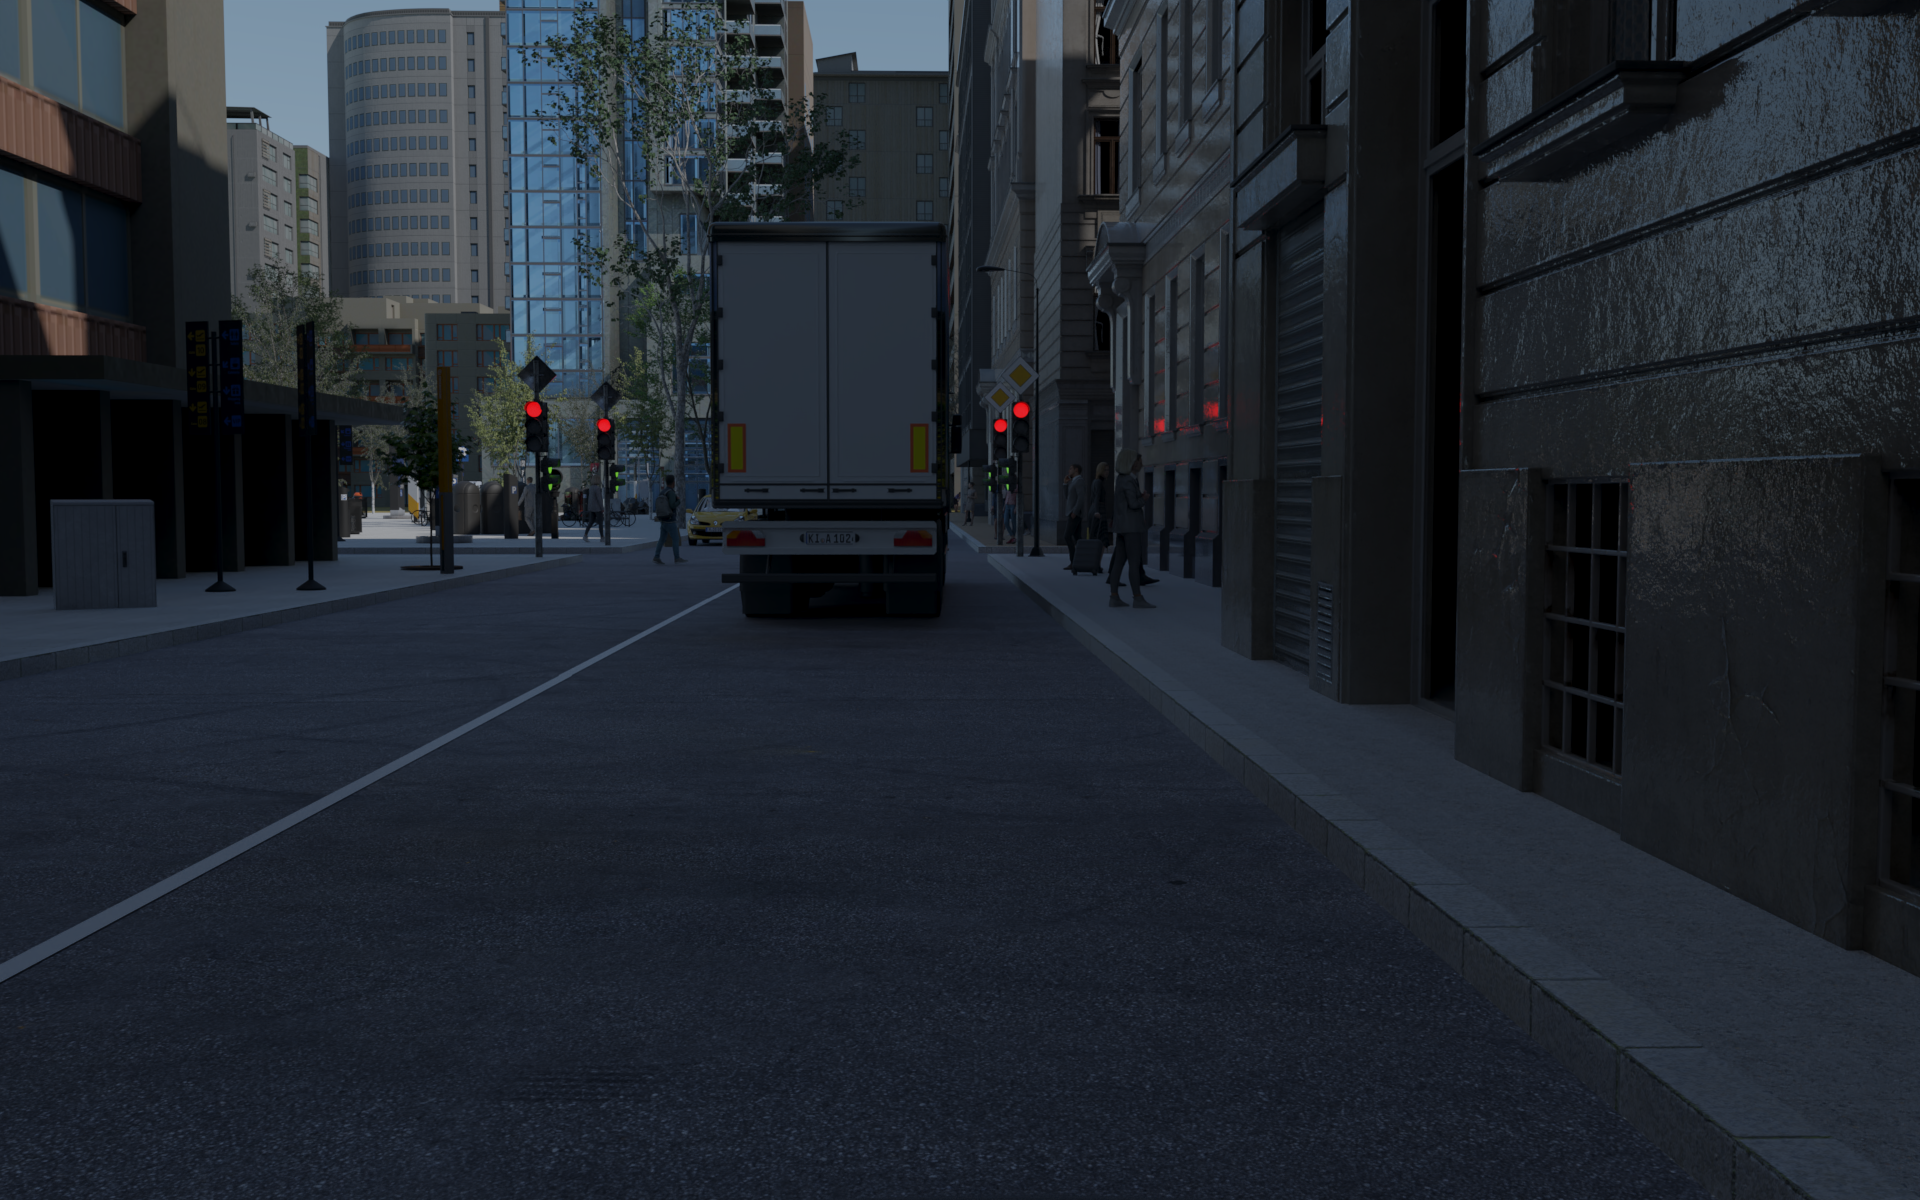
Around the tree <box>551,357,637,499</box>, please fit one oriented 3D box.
[{"bbox_3d":[-19.246,-8.671,92.141,4.360,8.622,3.978,0,3,0],"label":"tree"}]

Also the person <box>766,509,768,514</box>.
[{"bbox_3d":[-8.588,-4.171,76.891,0.583,1.804,0.606,0,4,0],"label":"person"}]

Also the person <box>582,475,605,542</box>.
[{"bbox_3d":[-9.748,-2.441,46.139,0.728,1.800,0.709,-3,4,-36],"label":"person"}]

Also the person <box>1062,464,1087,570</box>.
[{"bbox_3d":[1.934,-1.422,29.476,0.473,1.802,0.592,1,4,16],"label":"person"}]

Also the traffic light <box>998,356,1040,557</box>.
[{"bbox_3d":[1.211,-2.843,35.405,0.839,4.253,0.868,0,4,-2],"label":"traffic light"}]

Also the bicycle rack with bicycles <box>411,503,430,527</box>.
[{"bbox_3d":[-21.969,-3.706,73.977,2.925,0.926,2.852,-1,4,-20],"label":"bicycle rack with bicycles"}]

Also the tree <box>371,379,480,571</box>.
[{"bbox_3d":[-9.136,-2.128,29.399,1.663,3.219,1.824,0,3,0],"label":"tree"}]

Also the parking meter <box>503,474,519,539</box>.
[{"bbox_3d":[-12.881,-2.690,49.694,0.255,1.863,0.399,2,4,24],"label":"parking meter"}]

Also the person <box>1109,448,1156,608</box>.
[{"bbox_3d":[1.958,-0.822,19.671,0.526,1.800,0.537,0,4,2],"label":"person"}]

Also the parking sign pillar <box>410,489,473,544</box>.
[{"bbox_3d":[-13.565,-3.485,45.447,1.447,3.967,1.447,-1,4,-15],"label":"parking sign pillar"}]

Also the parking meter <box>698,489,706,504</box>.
[{"bbox_3d":[-12.015,-4.422,80.711,0.372,1.533,0.369,0,3,0],"label":"parking meter"}]

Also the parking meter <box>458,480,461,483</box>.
[{"bbox_3d":[-18.880,-3.626,64.991,0.399,1.863,0.255,-1,4,-11],"label":"parking meter"}]

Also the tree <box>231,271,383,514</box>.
[{"bbox_3d":[-22.388,-6.586,58.043,4.360,8.622,3.978,0,3,0],"label":"tree"}]

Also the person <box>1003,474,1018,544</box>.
[{"bbox_3d":[1.313,-2.359,44.625,0.555,1.821,0.388,3,4,39],"label":"person"}]

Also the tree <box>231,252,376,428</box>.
[{"bbox_3d":[-26.699,-8.143,67.549,8.767,10.594,7.601,0,4,-1],"label":"tree"}]

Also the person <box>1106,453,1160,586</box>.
[{"bbox_3d":[2.406,-1.117,24.078,0.755,1.850,0.659,1,4,10],"label":"person"}]

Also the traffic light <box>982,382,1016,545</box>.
[{"bbox_3d":[0.984,-3.331,43.387,0.839,4.253,0.868,0,4,-2],"label":"traffic light"}]

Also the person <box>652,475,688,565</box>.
[{"bbox_3d":[-5.886,-1.622,35.001,0.713,1.824,0.794,-1,4,-20],"label":"person"}]

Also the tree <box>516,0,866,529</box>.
[{"bbox_3d":[-9.231,-12.749,64.327,12.611,20.169,13.585,0,3,0],"label":"tree"}]

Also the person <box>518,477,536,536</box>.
[{"bbox_3d":[-13.166,-2.862,52.955,0.853,1.813,0.709,2,4,34],"label":"person"}]

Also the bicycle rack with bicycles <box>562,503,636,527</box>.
[{"bbox_3d":[-14.086,-3.326,67.756,2.925,0.926,2.852,-1,4,-15],"label":"bicycle rack with bicycles"}]

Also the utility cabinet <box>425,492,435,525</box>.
[{"bbox_3d":[-21.602,-3.870,71.954,1.173,1.500,0.318,-2,4,-31],"label":"utility cabinet"}]

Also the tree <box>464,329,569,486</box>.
[{"bbox_3d":[-19.801,-7.818,78.183,4.737,8.622,4.395,0,3,0],"label":"tree"}]

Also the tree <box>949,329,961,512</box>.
[{"bbox_3d":[0.249,-13.116,124.812,12.009,13.543,11.850,0,3,0],"label":"tree"}]

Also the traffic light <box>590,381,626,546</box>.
[{"bbox_3d":[-8.773,-3.313,43.095,0.839,4.253,0.868,0,4,-2],"label":"traffic light"}]

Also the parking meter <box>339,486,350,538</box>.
[{"bbox_3d":[-18.162,-2.605,51.000,0.372,1.533,0.369,0,3,0],"label":"parking meter"}]

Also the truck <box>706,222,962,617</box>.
[{"bbox_3d":[-1.376,-2.114,23.472,2.839,4.237,11.283,0,3,0],"label":"truck"}]

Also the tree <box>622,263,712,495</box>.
[{"bbox_3d":[-11.158,-9.251,77.010,9.928,11.665,9.643,0,3,0],"label":"tree"}]

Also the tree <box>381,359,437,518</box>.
[{"bbox_3d":[-29.968,-8.793,94.131,4.360,8.622,3.978,0,3,0],"label":"tree"}]

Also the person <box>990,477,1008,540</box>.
[{"bbox_3d":[1.139,-2.607,48.692,0.581,1.822,0.654,0,4,-4],"label":"person"}]

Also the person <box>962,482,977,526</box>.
[{"bbox_3d":[0.389,-3.886,69.919,0.599,1.781,0.374,3,5,42],"label":"person"}]

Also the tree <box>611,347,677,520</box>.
[{"bbox_3d":[-15.418,-8.285,85.822,4.737,8.622,4.395,0,3,0],"label":"tree"}]

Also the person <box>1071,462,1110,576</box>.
[{"bbox_3d":[2.128,-1.322,27.871,0.699,1.804,1.509,2,4,26],"label":"person"}]

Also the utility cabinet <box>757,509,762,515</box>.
[{"bbox_3d":[-11.230,-5.493,98.497,1.173,1.500,0.318,3,4,38],"label":"utility cabinet"}]

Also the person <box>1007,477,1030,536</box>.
[{"bbox_3d":[1.799,-2.881,53.337,0.728,1.800,0.709,0,4,6],"label":"person"}]

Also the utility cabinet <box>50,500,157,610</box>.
[{"bbox_3d":[-9.608,-0.507,19.445,1.020,1.237,0.306,-2,4,-32],"label":"utility cabinet"}]

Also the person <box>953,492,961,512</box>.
[{"bbox_3d":[-0.172,-6.862,121.469,0.697,1.427,0.421,3,5,44],"label":"person"}]

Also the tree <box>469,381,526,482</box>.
[{"bbox_3d":[-30.090,-9.941,112.903,4.360,8.622,3.978,0,3,0],"label":"tree"}]

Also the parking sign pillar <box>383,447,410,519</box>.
[{"bbox_3d":[-29.056,-6.171,89.374,1.447,3.967,1.447,0,4,-3],"label":"parking sign pillar"}]

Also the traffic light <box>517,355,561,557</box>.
[{"bbox_3d":[-8.546,-2.825,35.113,0.839,4.253,0.868,0,4,-2],"label":"traffic light"}]

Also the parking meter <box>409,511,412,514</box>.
[{"bbox_3d":[-34.521,-6.334,109.264,0.399,1.863,0.255,-3,5,-44],"label":"parking meter"}]

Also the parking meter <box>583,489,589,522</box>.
[{"bbox_3d":[-16.886,-4.283,78.430,0.372,1.533,0.369,0,3,0],"label":"parking meter"}]
